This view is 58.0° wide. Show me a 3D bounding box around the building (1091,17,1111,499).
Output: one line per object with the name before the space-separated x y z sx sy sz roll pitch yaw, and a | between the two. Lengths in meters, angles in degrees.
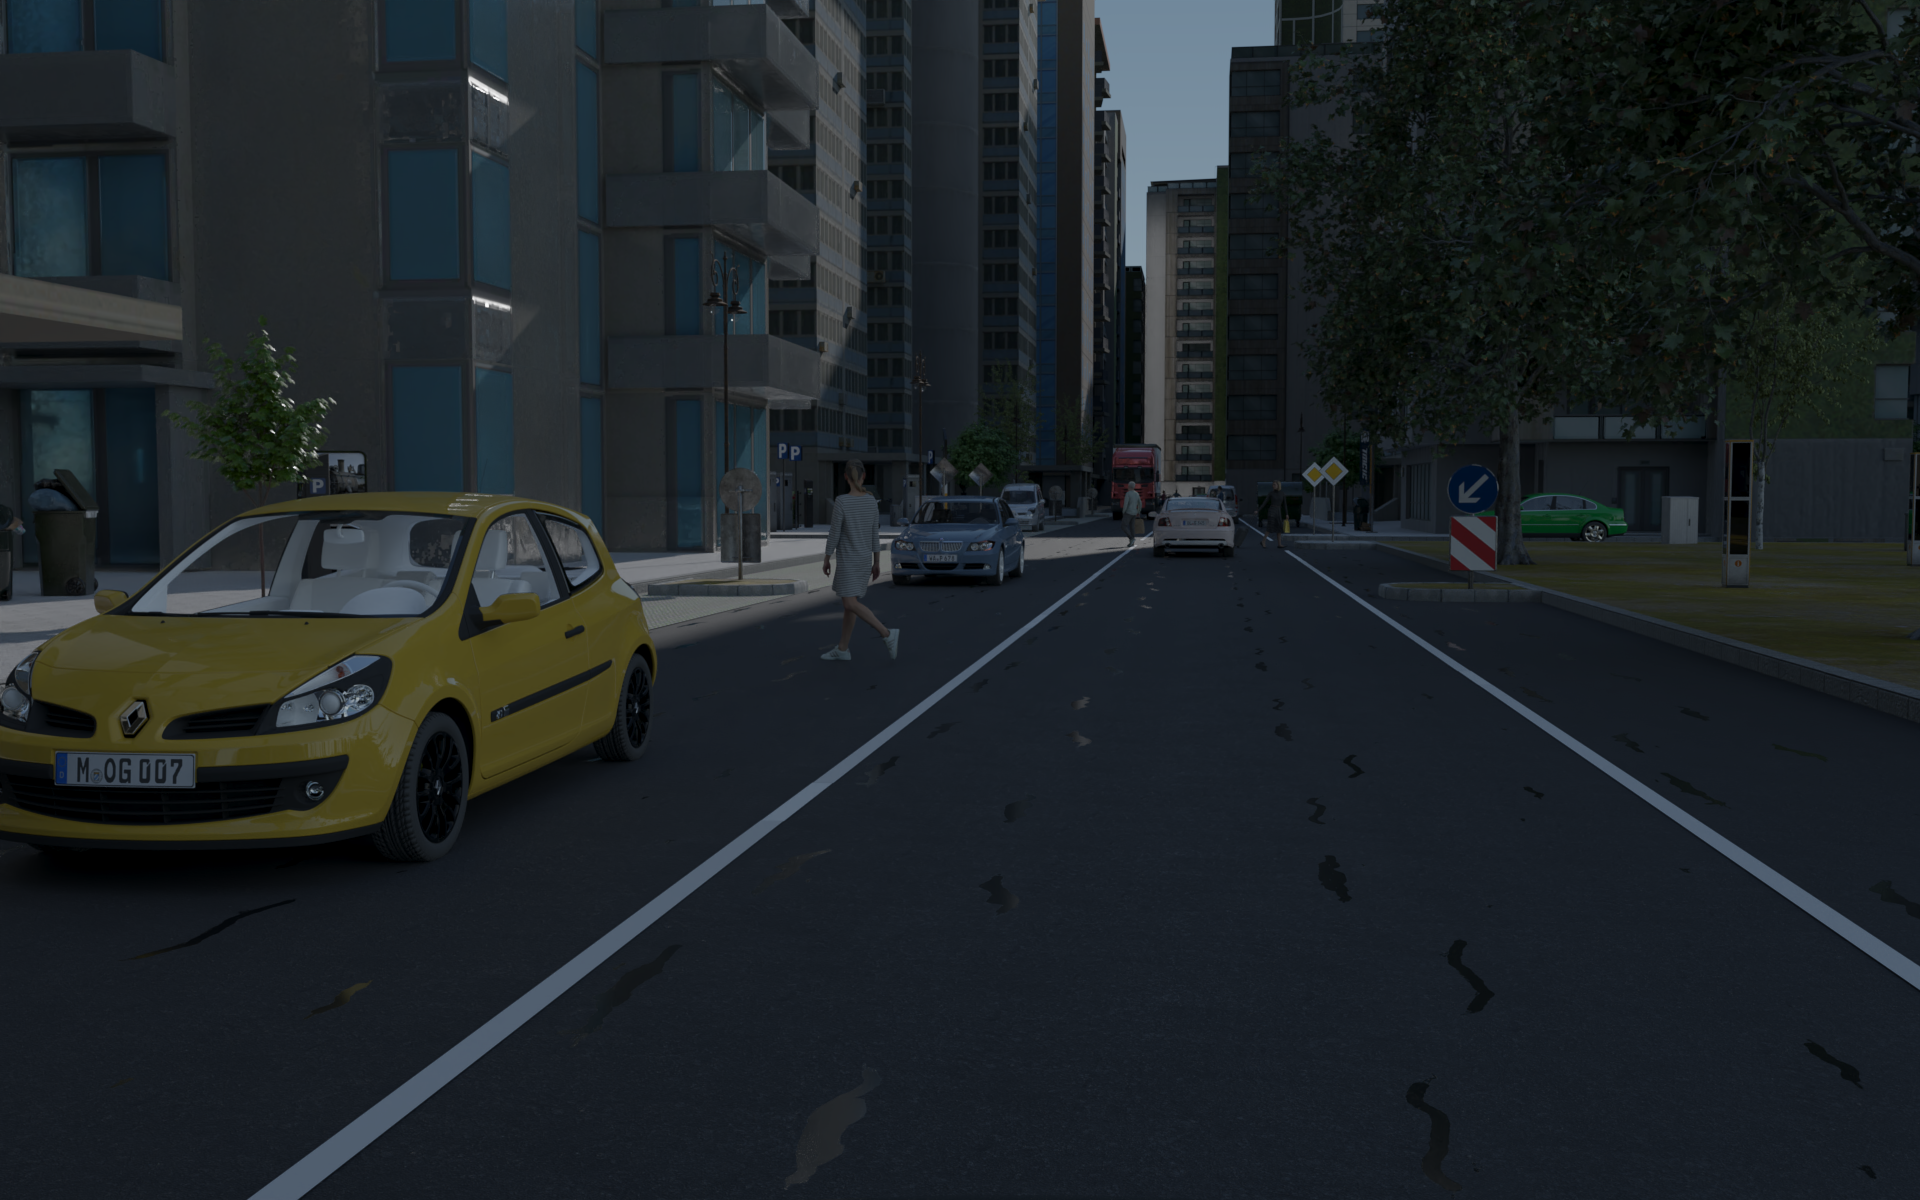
building | 2.346 -30.877 159.455 22.147 44.769 28.867 0 4 8

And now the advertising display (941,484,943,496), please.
advertising display | -1.162 -5.652 97.624 0.974 1.923 0.123 3 5 43

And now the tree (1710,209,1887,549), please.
tree | 18.833 -5.486 40.056 4.737 8.622 4.395 0 3 0

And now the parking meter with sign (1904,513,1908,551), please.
parking meter with sign | 22.020 -2.625 39.173 1.738 3.016 0.543 -3 4 -36

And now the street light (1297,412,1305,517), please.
street light | 19.281 -7.656 97.961 0.468 5.910 1.993 0 4 8

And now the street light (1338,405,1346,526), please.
street light | 15.220 -5.856 68.539 0.468 5.910 1.993 0 4 8

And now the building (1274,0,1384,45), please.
building | 42.913 -46.017 190.623 20.563 71.187 20.611 0 4 8

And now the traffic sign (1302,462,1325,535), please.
traffic sign | 11.059 -3.085 54.075 0.795 2.450 0.064 0 4 8

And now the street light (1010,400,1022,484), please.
street light | 2.780 -6.888 85.414 0.468 5.910 1.993 0 4 8

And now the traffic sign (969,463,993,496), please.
traffic sign | 0.669 -3.175 55.546 0.795 2.450 0.064 0 4 8

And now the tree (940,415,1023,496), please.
tree | 0.988 -5.718 77.207 4.285 4.588 4.351 0 3 0

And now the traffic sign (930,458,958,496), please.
traffic sign | -0.439 -2.691 47.637 0.795 2.450 0.064 0 4 8

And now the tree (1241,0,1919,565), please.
tree | 10.034 -7.005 31.542 9.611 12.733 9.660 0 3 0

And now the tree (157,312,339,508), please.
tree | -7.404 -1.461 18.486 1.663 3.219 1.824 0 3 0

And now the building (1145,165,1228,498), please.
building | 30.430 -32.703 218.290 14.086 41.232 14.154 0 4 8

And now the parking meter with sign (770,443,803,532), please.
parking meter with sign | -6.358 -4.003 61.716 0.543 3.016 1.738 2 4 33

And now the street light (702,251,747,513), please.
street light | -4.471 -3.691 33.133 0.468 5.910 1.993 0 4 8

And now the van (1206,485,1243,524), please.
van | 12.815 -4.751 84.682 2.013 2.044 4.112 1 4 9

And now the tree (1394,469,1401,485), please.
tree | 18.090 -4.494 68.083 1.663 3.219 1.824 0 3 0

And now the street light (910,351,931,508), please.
street light | -1.277 -5.089 55.991 0.468 5.910 1.993 0 4 8

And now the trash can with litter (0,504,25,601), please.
trash can with litter | -11.489 -0.560 20.546 0.624 1.170 1.055 -1 4 -22

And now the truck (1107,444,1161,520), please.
truck | 10.095 -6.733 99.002 2.839 4.237 11.283 1 4 8

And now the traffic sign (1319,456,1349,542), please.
traffic sign | 9.951 -2.601 46.167 0.795 2.450 0.064 0 4 8

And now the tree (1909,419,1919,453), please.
tree | 34.961 -5.011 65.642 4.285 4.588 4.351 0 3 0

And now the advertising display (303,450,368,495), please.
advertising display | -9.284 -1.251 25.671 0.974 1.923 0.123 -1 4 -16

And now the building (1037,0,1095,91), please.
building | 3.267 -29.816 137.607 14.600 45.320 14.200 0 4 8

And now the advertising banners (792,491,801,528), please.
advertising banners | -6.912 -4.239 65.491 2.074 3.025 0.090 2 4 27

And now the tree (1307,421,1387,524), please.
tree | 16.842 -5.602 75.311 4.285 4.588 4.351 0 3 0

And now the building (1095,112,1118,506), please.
building | 9.018 -30.436 181.225 14.154 41.232 14.086 0 4 8

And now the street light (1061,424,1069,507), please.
street light | 7.011 -8.702 115.067 0.468 5.910 1.993 0 4 8

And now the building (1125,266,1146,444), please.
building | 16.474 -27.455 220.596 14.107 30.474 14.160 0 4 8

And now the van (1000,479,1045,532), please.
van | 2.315 -3.646 66.626 2.013 2.044 4.112 0 4 7

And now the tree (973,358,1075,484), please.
tree | 2.769 -8.696 92.549 4.737 8.622 4.395 0 3 0

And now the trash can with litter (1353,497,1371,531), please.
trash can with litter | 14.003 -2.968 59.906 0.624 1.170 1.055 -1 4 -10

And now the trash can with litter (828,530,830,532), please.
trash can with litter | -3.645 -2.908 58.607 1.678 1.210 2.233 -1 4 -12

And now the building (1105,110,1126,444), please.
building | 11.577 -33.579 199.124 14.200 45.320 14.600 0 4 8

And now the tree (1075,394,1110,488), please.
tree | 8.481 -10.723 125.675 4.737 8.622 4.395 0 3 0

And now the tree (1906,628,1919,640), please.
tree | 9.033 -5.983 14.825 9.611 12.733 9.660 0 3 0

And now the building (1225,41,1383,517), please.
building | 24.785 -20.987 114.833 14.160 30.474 14.107 0 4 8

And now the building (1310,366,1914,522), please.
building | 34.388 -24.092 85.788 32.217 40.220 23.993 0 4 8

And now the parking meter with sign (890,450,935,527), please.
parking meter with sign | -1.895 -4.414 68.430 1.738 3.016 0.543 -1 4 -23

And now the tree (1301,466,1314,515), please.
tree | 21.154 -6.705 104.221 1.663 3.219 1.824 0 3 0

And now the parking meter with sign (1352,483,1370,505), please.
parking meter with sign | 24.028 -6.476 102.142 1.738 3.016 0.543 1 4 9
